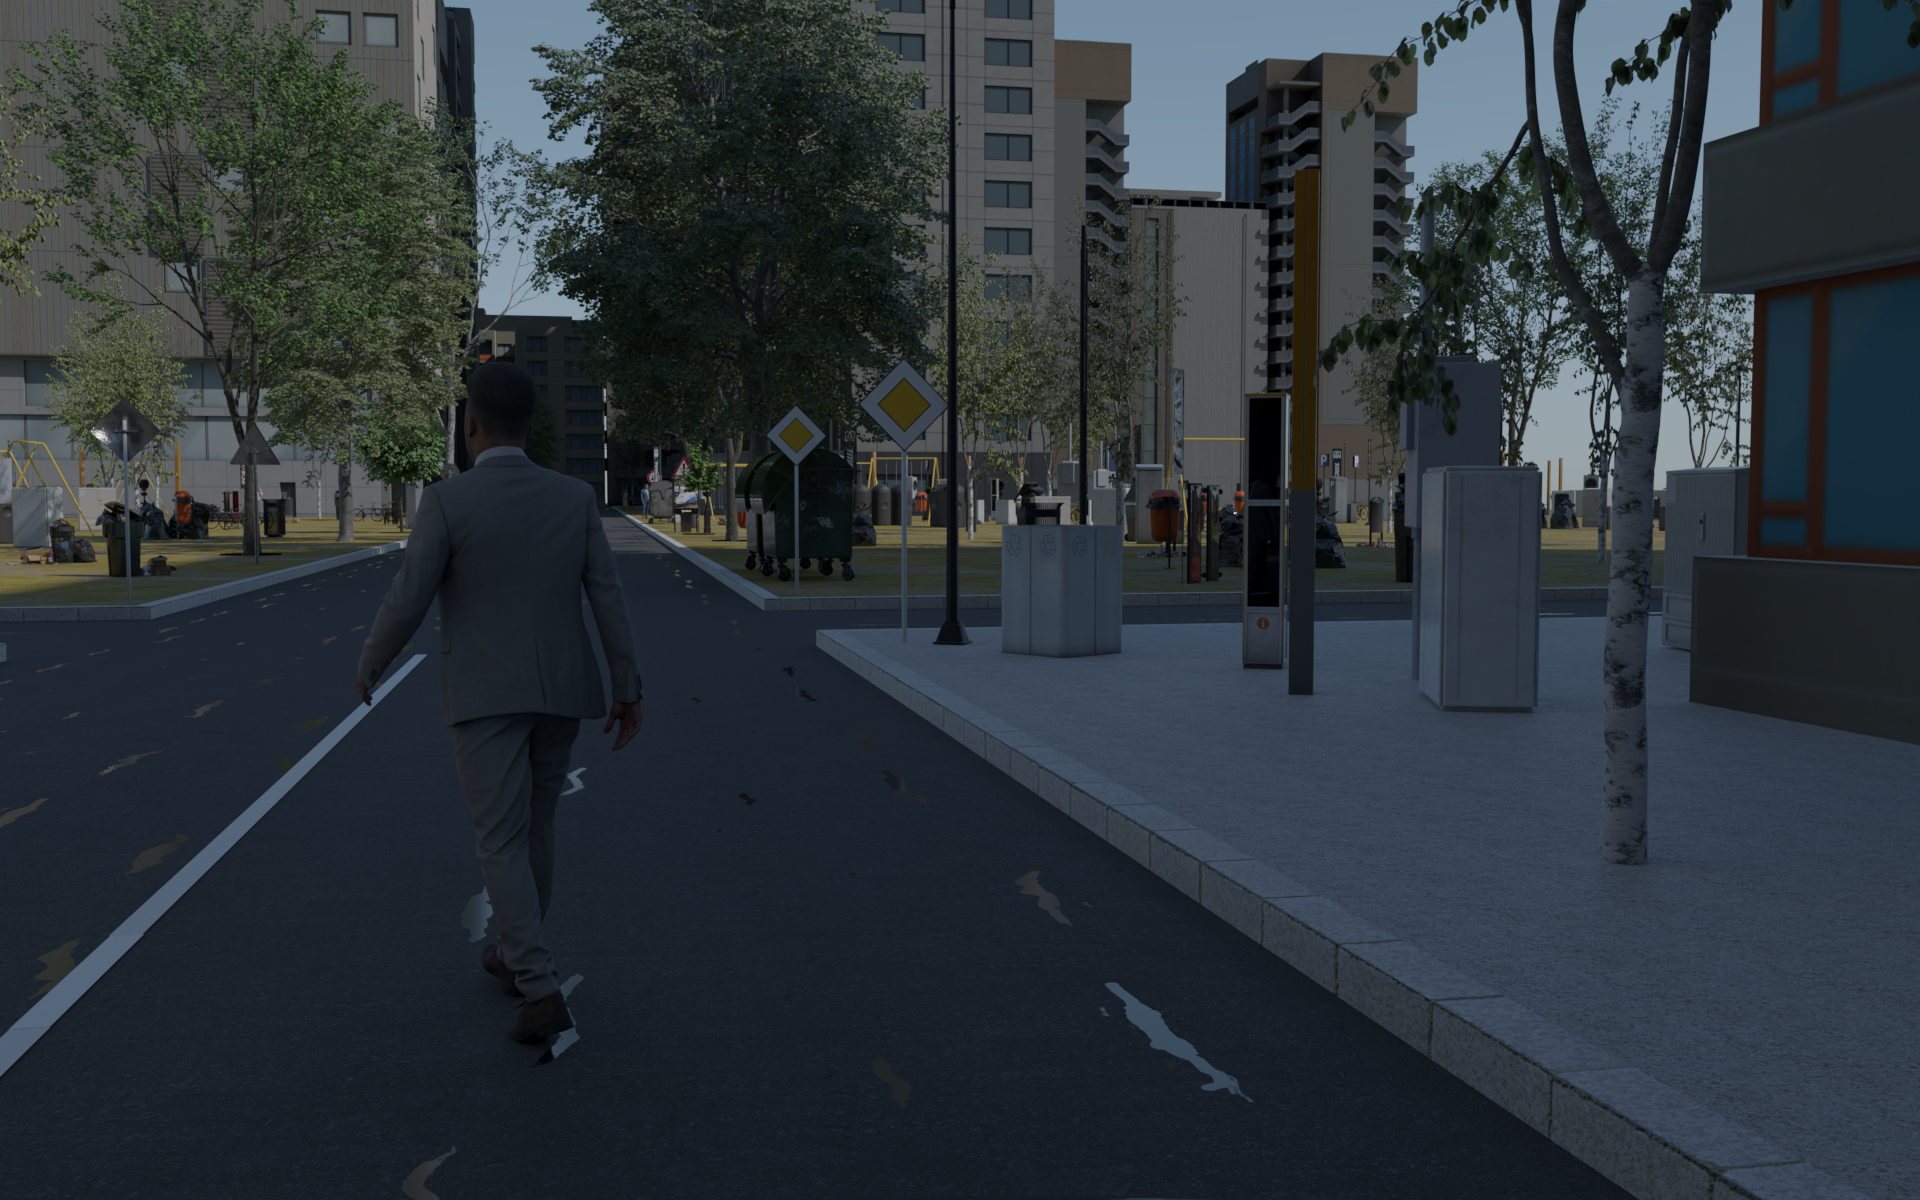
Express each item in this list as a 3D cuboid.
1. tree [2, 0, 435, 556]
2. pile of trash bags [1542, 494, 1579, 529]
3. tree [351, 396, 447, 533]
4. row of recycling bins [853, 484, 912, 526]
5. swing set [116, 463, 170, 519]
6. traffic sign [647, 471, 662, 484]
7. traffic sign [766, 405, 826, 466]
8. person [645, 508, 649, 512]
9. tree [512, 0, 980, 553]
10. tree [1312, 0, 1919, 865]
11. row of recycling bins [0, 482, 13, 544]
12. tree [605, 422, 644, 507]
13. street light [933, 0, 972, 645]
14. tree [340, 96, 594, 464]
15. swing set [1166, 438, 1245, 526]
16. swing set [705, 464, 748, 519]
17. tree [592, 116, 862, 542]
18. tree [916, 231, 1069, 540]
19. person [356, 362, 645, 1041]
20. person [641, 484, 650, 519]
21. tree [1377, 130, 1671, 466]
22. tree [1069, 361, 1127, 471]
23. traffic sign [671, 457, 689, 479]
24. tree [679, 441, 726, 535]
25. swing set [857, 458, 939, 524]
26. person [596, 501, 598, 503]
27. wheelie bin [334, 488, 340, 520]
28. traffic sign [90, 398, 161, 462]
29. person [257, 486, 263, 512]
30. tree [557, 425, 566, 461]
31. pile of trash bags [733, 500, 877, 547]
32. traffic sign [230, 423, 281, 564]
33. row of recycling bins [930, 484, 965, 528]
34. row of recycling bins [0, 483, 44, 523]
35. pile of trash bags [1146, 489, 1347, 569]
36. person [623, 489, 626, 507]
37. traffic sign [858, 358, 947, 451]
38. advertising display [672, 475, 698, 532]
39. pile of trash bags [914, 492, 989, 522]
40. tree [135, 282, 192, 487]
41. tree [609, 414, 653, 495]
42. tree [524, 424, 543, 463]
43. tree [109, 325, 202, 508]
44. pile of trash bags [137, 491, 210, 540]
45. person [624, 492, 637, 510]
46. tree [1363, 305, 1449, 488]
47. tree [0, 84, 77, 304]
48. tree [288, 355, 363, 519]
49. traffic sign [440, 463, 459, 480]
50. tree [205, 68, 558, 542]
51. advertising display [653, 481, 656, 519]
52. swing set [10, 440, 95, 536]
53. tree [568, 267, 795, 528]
[{"bbox_3d":[-14.907,-6.727,35.737,9.928,11.665,9.643,0,3,0],"label":"tree"},{"bbox_3d":[21.573,-3.388,65.149,3.447,1.369,1.912,3,5,44],"label":"pile of trash bags"},{"bbox_3d":[-18.455,-4.492,57.166,4.285,4.588,4.351,0,3,0],"label":"tree"},{"bbox_3d":[-3.607,-3.848,70.025,3.534,1.692,1.069,-2,4,-25],"label":"row of recycling bins"},{"bbox_3d":[-41.866,-5.518,87.844,2.862,2.851,3.119,-2,4,-33],"label":"swing set"},{"bbox_3d":[-16.483,-5.714,93.531,0.768,2.556,0.104,0,4,-5],"label":"traffic sign"},{"bbox_3d":[-2.124,-1.257,22.739,0.795,2.593,0.064,-1,4,-12],"label":"traffic sign"},{"bbox_3d":[-22.617,-7.264,125.524,1.217,1.736,0.721,-3,4,-38],"label":"person"},{"bbox_3d":[-4.456,-8.006,37.547,9.857,13.997,8.962,0,3,0],"label":"tree"},{"bbox_3d":[2.489,-3.401,5.976,4.360,8.622,3.978,0,3,0],"label":"tree"},{"bbox_3d":[-25.549,-2.357,45.656,1.069,1.692,3.534,-3,4,-38],"label":"row of recycling bins"},{"bbox_3d":[-31.890,-13.166,165.624,4.737,8.622,4.395,0,3,0],"label":"tree"},{"bbox_3d":[-0.594,-2.570,14.563,1.470,5.913,1.316,-1,4,-12],"label":"street light"},{"bbox_3d":[-23.233,-13.787,81.303,12.611,20.169,13.585,0,3,0],"label":"tree"},{"bbox_3d":[7.263,-3.123,48.674,3.119,2.851,2.862,-1,4,-10],"label":"swing set"},{"bbox_3d":[-12.681,-5.922,94.449,3.119,2.851,2.862,-2,4,-25],"label":"swing set"},{"bbox_3d":[-6.137,-7.399,46.726,9.928,11.665,9.643,0,3,0],"label":"tree"},{"bbox_3d":[0.369,-5.998,48.425,4.737,8.622,4.395,0,3,0],"label":"tree"},{"bbox_3d":[-1.230,0.247,4.733,0.678,1.792,0.850,-3,4,-37],"label":"person"},{"bbox_3d":[-16.398,-5.143,90.308,0.419,1.800,0.721,3,4,38],"label":"person"},{"bbox_3d":[15.905,-7.548,49.167,9.928,11.665,9.643,0,3,0],"label":"tree"},{"bbox_3d":[6.490,-8.576,90.573,4.737,8.622,4.395,0,3,0],"label":"tree"},{"bbox_3d":[-9.654,-3.708,60.621,0.884,2.594,0.081,0,4,-5],"label":"traffic sign"},{"bbox_3d":[-8.318,-3.666,54.548,1.663,3.219,1.824,0,3,0],"label":"tree"},{"bbox_3d":[-2.542,-4.724,74.862,3.119,2.851,2.862,1,4,12],"label":"swing set"},{"bbox_3d":[-26.656,-6.955,125.444,0.991,1.433,0.599,-3,5,-44],"label":"person"},{"bbox_3d":[-30.564,-4.759,85.721,0.693,1.594,0.980,1,4,14],"label":"wheelie bin"},{"bbox_3d":[-10.143,-1.154,21.057,0.795,2.593,0.064,-1,4,-12],"label":"traffic sign"},{"bbox_3d":[-27.737,-3.753,67.991,0.593,1.750,0.643,-3,4,-39],"label":"person"},{"bbox_3d":[-42.339,-15.372,169.455,7.486,12.596,7.792,0,3,0],"label":"tree"},{"bbox_3d":[-3.845,-1.997,42.408,3.447,1.369,1.912,-1,4,-22],"label":"pile of trash bags"},{"bbox_3d":[-12.846,-1.932,31.584,0.884,2.594,0.081,-1,4,-9],"label":"traffic sign"},{"bbox_3d":[-0.451,-3.688,67.414,1.069,1.692,3.534,-1,4,-11],"label":"row of recycling bins"},{"bbox_3d":[-45.901,-4.718,84.256,1.069,1.692,3.534,1,4,23],"label":"row of recycling bins"},{"bbox_3d":[4.911,-1.257,30.305,3.447,1.369,1.912,-1,4,-14],"label":"pile of trash bags"},{"bbox_3d":[-32.384,-9.822,167.294,0.621,1.740,0.551,0,4,-5],"label":"person"},{"bbox_3d":[-0.459,-0.779,14.929,0.795,2.593,0.064,-1,4,-12],"label":"traffic sign"},{"bbox_3d":[-9.236,-3.248,58.320,0.974,1.923,0.123,-3,5,-39],"label":"advertising display"},{"bbox_3d":[-0.465,-4.288,79.858,3.447,1.369,1.912,-1,4,-22],"label":"pile of trash bags"},{"bbox_3d":[-27.005,-6.487,56.420,4.737,8.622,4.395,0,3,0],"label":"tree"},{"bbox_3d":[-29.434,-12.528,155.202,4.360,8.622,3.978,0,3,0],"label":"tree"},{"bbox_3d":[-41.324,-12.966,162.349,4.360,8.622,3.978,0,3,0],"label":"tree"},{"bbox_3d":[-35.120,-7.654,75.497,4.360,8.622,3.978,0,3,0],"label":"tree"},{"bbox_3d":[-22.266,-2.406,49.095,1.912,1.369,3.447,-2,4,-34],"label":"pile of trash bags"},{"bbox_3d":[-26.310,-7.900,138.466,1.065,1.426,0.557,0,4,6],"label":"person"},{"bbox_3d":[16.693,-6.973,64.378,4.737,8.622,4.395,0,3,0],"label":"tree"},{"bbox_3d":[-16.358,-4.709,27.359,4.737,8.622,4.395,0,3,0],"label":"tree"},{"bbox_3d":[-33.294,-8.554,90.225,4.360,8.622,3.978,0,3,0],"label":"tree"},{"bbox_3d":[-21.178,-4.393,71.929,0.768,2.556,0.104,-1,4,-11],"label":"traffic sign"},{"bbox_3d":[-16.505,-7.868,46.763,7.486,12.596,7.792,0,3,0],"label":"tree"},{"bbox_3d":[-15.522,-5.105,88.678,0.123,1.923,0.974,1,4,9],"label":"advertising display"},{"bbox_3d":[-27.419,-3.267,51.035,2.862,2.851,3.119,-1,4,-16],"label":"swing set"},{"bbox_3d":[-10.134,-7.997,65.163,8.767,10.594,7.601,-2,4,-26],"label":"tree"}]
